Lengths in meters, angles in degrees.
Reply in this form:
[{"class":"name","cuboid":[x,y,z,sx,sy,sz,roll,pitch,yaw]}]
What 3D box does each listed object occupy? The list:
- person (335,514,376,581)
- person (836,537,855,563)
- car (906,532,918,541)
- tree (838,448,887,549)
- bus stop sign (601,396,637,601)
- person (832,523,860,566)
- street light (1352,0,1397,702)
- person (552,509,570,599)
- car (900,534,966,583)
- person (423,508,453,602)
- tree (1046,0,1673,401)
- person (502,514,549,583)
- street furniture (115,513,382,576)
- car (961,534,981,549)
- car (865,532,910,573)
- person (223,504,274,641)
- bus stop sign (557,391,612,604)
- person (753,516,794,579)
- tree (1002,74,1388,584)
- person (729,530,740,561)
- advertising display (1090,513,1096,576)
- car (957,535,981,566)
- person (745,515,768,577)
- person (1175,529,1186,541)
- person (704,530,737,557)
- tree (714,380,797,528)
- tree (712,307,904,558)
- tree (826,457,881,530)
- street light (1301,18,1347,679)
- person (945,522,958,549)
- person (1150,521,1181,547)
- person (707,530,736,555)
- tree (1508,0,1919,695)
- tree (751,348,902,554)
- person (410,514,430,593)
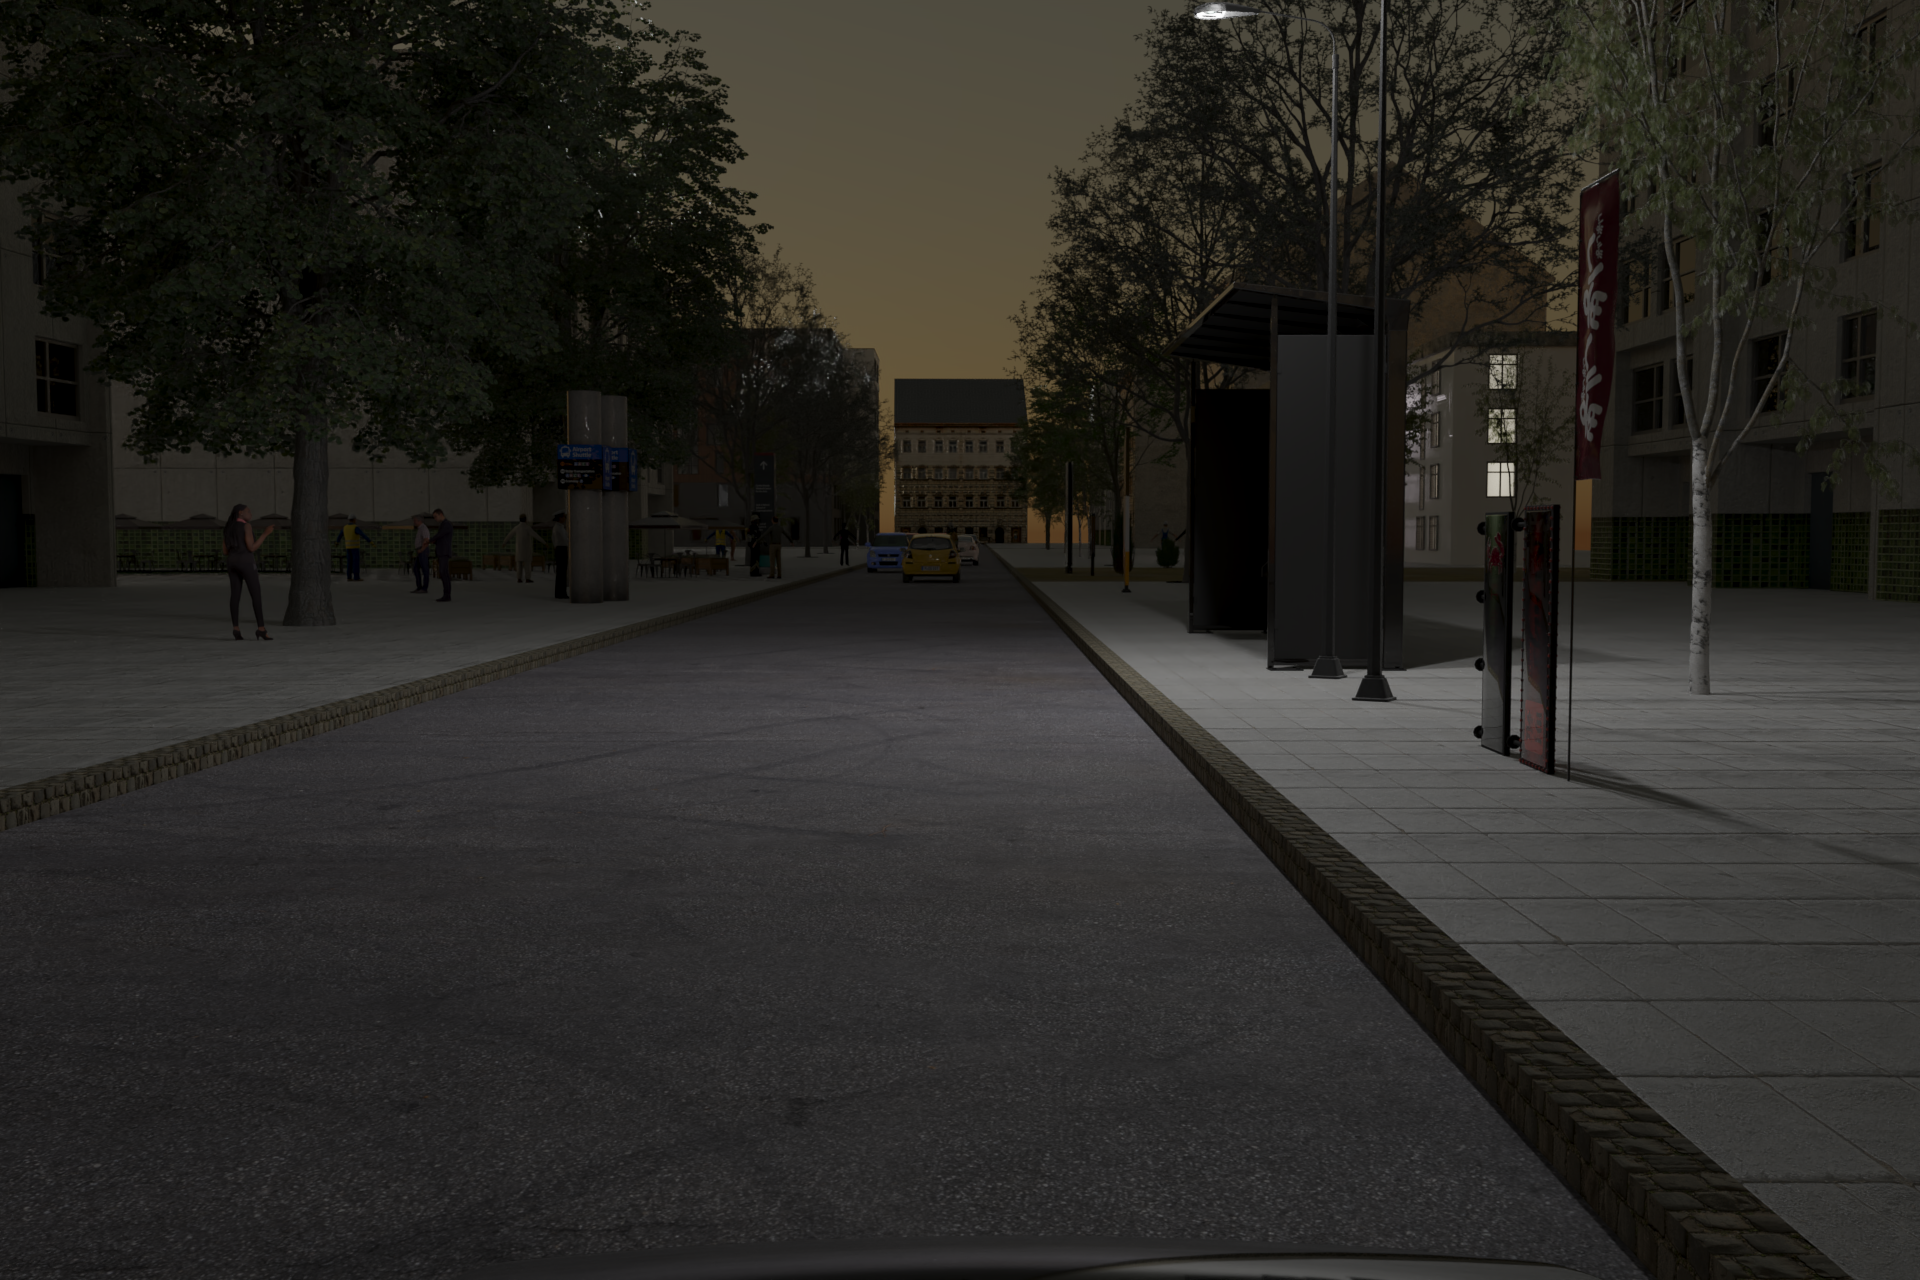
[{"class":"person","cuboid":[-16.471,-2.512,47.048,1.349,1.833,0.705,1,4,22]},{"class":"person","cuboid":[-5.137,-4.176,77.549,0.991,1.433,0.599,2,4,26]},{"class":"car","cuboid":[-2.546,-4.598,84.215,2.155,1.783,4.494,0,3,0]},{"class":"tree","cuboid":[-7.898,-11.895,144.839,4.737,8.622,4.395,0,3,0]},{"class":"bus stop sign","cuboid":[-6.688,-2.706,33.267,0.837,3.901,0.837,0,3,0]},{"class":"person","cuboid":[-4.642,-3.879,70.136,1.216,1.740,0.721,1,4,20]},{"class":"street light","cuboid":[3.742,-2.486,13.192,1.470,5.913,1.316,0,4,0]},{"class":"person","cuboid":[-7.859,-1.711,34.440,0.721,1.778,1.216,-2,4,-30]},{"class":"car","cuboid":[-0.834,-2.571,52.255,2.015,1.641,3.980,0,4,1]},{"class":"person","cuboid":[-9.932,-1.619,32.957,0.568,1.767,0.683,-2,4,-29]},{"class":"tree","cuboid":[6.602,-7.281,29.406,12.009,13.543,11.850,0,3,0]},{"class":"person","cuboid":[-11.488,-2.420,45.647,1.344,1.819,0.704,1,4,14]},{"class":"street furniture","cuboid":[-33.402,-3.033,54.622,27.439,1.986,14.083,1,4,13]},{"class":"car","cuboid":[0.644,-7.520,134.959,2.014,1.417,4.499,0,4,1]},{"class":"car","cuboid":[-2.593,-3.414,65.404,1.945,1.707,3.694,0,4,1]},{"class":"person","cuboid":[-8.575,-0.819,20.908,0.593,1.643,0.415,-1,4,-19]},{"class":"bus stop sign","cuboid":[-6.948,-2.636,32.107,0.837,3.901,0.837,0,4,0]},{"class":"person","cuboid":[-5.329,-2.666,49.864,1.348,1.796,0.705,-2,4,-35]},{"class":"tree","cuboid":[6.121,-8.236,45.030,12.009,13.543,11.850,0,3,0]},{"class":"person","cuboid":[-10.844,-4.675,83.233,0.721,1.733,1.217,-2,4,-27]},{"class":"advertising display","cuboid":[4.069,-2.935,53.207,0.123,1.923,0.974,0,4,1]},{"class":"car","cuboid":[-0.059,-4.120,79.724,2.083,1.381,4.827,0,4,1]},{"class":"person","cuboid":[-6.153,-2.836,52.141,0.705,1.856,1.354,1,4,16]},{"class":"person","cuboid":[9.256,-3.891,69.808,1.347,1.806,0.705,-1,4,-15]},{"class":"person","cuboid":[-8.771,-3.482,63.389,1.216,1.772,0.721,0,4,-2]},{"class":"tree","cuboid":[-9.021,-7.815,78.130,4.737,8.622,4.395,0,3,0]},{"class":"tree","cuboid":[-8.319,-11.244,94.210,12.009,13.543,11.850,0,3,0]},{"class":"tree","cuboid":[-8.471,-10.690,125.142,4.360,8.622,3.978,0,3,0]},{"class":"street light","cuboid":[3.825,-2.613,15.269,1.470,5.913,1.316,0,4,1]},{"class":"person","cuboid":[-0.374,-3.330,62.670,0.705,1.858,1.354,-2,4,-29]},{"class":"person","cuboid":[8.932,-4.243,75.230,1.347,1.847,0.705,1,4,14]},{"class":"person","cuboid":[-10.553,-4.303,76.533,1.347,1.806,0.705,-1,4,-21]},{"class":"tree","cuboid":[5.919,-3.884,13.871,4.360,8.622,3.978,0,3,0]},{"class":"tree","cuboid":[-8.862,-12.345,112.212,12.009,13.543,11.850,0,3,0]},{"class":"person","cuboid":[-11.700,-1.866,37.495,0.436,1.711,0.756,-1,4,-17]}]
